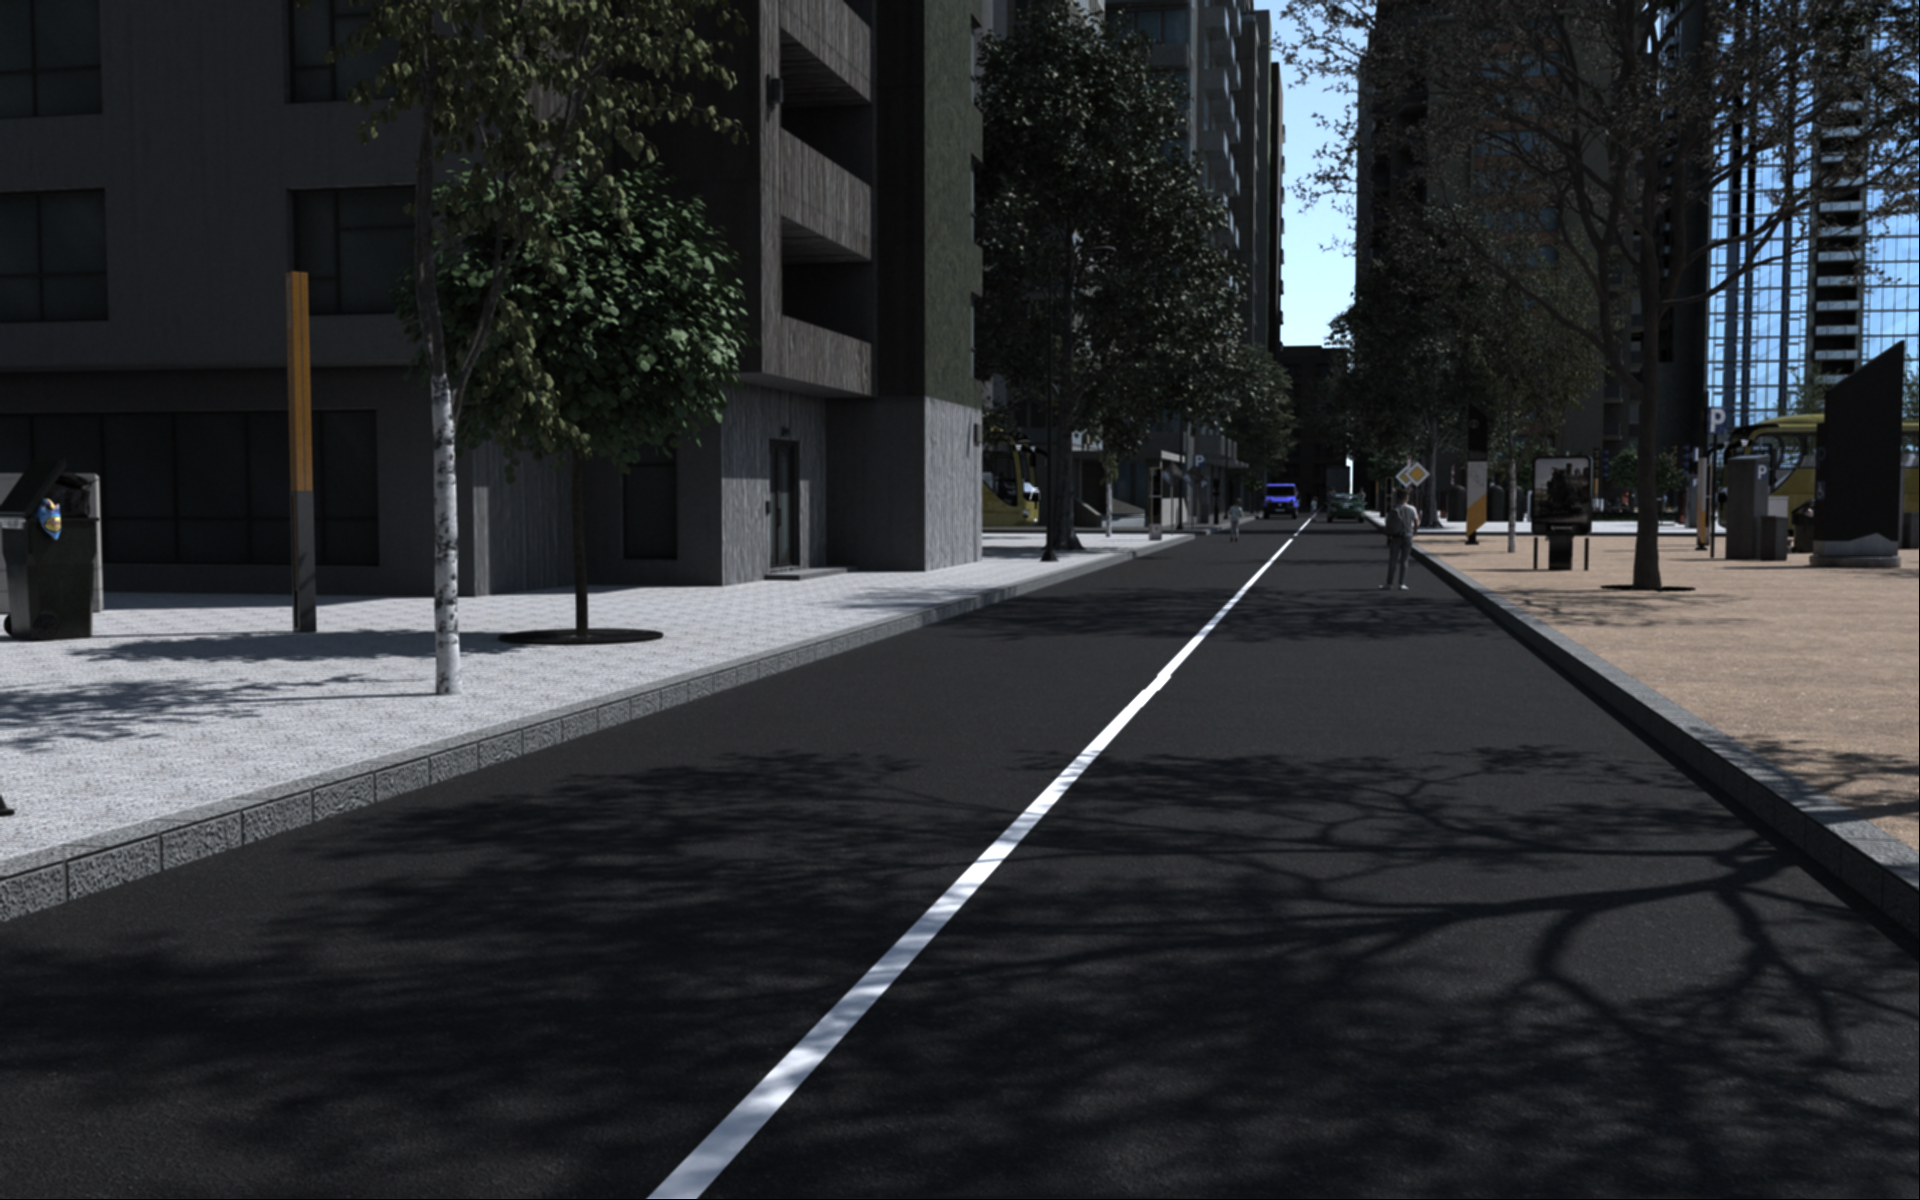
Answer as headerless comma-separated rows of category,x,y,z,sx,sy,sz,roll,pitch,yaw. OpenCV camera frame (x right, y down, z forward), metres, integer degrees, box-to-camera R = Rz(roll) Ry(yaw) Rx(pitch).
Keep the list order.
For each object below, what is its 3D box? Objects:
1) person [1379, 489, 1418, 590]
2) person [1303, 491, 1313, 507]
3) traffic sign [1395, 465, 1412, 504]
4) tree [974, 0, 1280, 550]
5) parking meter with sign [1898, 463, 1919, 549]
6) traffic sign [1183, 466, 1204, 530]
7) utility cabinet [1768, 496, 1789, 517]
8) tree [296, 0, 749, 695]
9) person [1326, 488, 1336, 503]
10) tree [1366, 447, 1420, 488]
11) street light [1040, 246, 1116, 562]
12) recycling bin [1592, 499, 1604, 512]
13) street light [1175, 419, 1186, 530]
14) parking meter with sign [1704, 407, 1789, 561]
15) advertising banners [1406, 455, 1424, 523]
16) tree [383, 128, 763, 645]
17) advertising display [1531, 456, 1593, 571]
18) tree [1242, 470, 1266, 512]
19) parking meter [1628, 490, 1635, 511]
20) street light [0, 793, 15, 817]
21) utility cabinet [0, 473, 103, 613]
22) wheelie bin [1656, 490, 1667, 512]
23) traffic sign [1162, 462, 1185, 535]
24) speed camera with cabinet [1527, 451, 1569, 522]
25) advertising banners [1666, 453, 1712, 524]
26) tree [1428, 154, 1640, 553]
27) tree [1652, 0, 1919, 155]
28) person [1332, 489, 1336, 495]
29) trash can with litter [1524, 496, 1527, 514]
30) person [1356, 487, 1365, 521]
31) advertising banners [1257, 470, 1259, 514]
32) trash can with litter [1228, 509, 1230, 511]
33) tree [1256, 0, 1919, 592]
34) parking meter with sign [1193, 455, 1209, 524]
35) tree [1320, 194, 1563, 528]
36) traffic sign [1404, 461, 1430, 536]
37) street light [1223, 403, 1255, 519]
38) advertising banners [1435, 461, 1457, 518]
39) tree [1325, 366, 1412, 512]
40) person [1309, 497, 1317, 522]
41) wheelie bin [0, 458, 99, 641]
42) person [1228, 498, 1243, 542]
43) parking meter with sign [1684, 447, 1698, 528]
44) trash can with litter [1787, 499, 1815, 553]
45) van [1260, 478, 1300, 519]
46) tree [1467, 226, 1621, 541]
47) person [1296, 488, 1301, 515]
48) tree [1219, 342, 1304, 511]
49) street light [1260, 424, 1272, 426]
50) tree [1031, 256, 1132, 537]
person,6.575,-0.909,25.961,0.503,1.515,0.523,-1,4,-16
person,39.889,-11.589,198.121,1.348,1.807,0.705,0,4,-1
traffic sign,15.551,-3.471,60.401,0.795,2.450,0.064,1,4,12
tree,2.507,-7.501,39.645,9.611,12.733,9.660,0,3,0
parking meter with sign,21.477,-2.680,40.078,1.738,3.016,0.543,-1,4,-22
traffic sign,8.327,-3.568,61.975,0.795,2.450,0.064,1,4,12
utility cabinet,21.577,-2.136,46.080,1.020,1.237,0.306,-2,4,-30
tree,-3.044,-3.701,10.878,4.737,8.622,4.395,0,3,0
person,21.331,-5.555,99.513,0.473,1.802,0.592,0,4,-3
tree,25.172,-7.077,99.429,4.285,4.588,4.351,0,3,0
street light,2.232,-3.682,32.746,1.470,5.913,1.316,1,4,12
recycling bin,33.865,-4.892,92.532,0.722,1.027,0.722,-3,4,-36
street light,8.427,-5.457,61.770,1.470,5.913,1.316,1,4,12
parking meter with sign,15.442,-2.306,33.957,0.543,3.016,1.738,-1,4,-23
advertising banners,20.423,-4.964,77.357,0.090,3.025,2.074,3,5,44
tree,-3.390,-1.936,15.366,4.285,4.588,4.351,0,3,0
advertising display,10.171,-1.472,29.283,0.974,1.923,0.123,3,4,35
tree,21.173,-7.945,124.508,1.663,3.219,1.824,0,3,0
parking meter,44.209,-6.463,114.074,0.372,1.533,0.369,0,3,0
street light,-3.443,-2.084,6.618,1.470,5.913,1.316,1,4,12
utility cabinet,-9.924,-0.611,18.671,1.173,1.500,0.318,-1,4,-19
wheelie bin,34.663,-4.780,86.059,0.980,1.594,0.693,3,4,36
traffic sign,6.642,-3.090,54.169,0.795,2.450,0.064,1,4,12
speed camera with cabinet,27.391,-5.257,80.285,2.038,3.252,0.660,1,4,20
advertising banners,30.826,-4.731,73.539,2.074,3.025,0.090,1,4,17
tree,12.274,-5.332,37.545,4.360,8.622,3.978,0,3,0
tree,5.193,-4.451,7.179,8.767,10.594,7.601,3,5,43
person,28.259,-7.463,130.765,0.600,1.795,0.529,0,4,-2
trash can with litter,38.506,-6.305,114.146,1.678,1.210,2.233,0,4,2
person,21.450,-5.146,92.811,0.511,1.800,0.466,3,4,36
advertising banners,19.360,-7.111,112.454,0.090,3.025,2.074,1,4,8
trash can with litter,20.441,-7.587,135.101,1.678,1.210,2.233,-3,5,-40
tree,9.051,-6.875,22.782,12.009,13.543,11.850,0,3,0
parking meter with sign,10.597,-4.862,75.757,0.543,3.016,1.738,0,4,-1
tree,18.082,-9.130,66.288,9.611,12.733,9.660,0,3,0
traffic sign,13.866,-2.994,52.595,0.795,2.450,0.064,1,4,12
street light,14.091,-7.056,87.900,1.470,5.913,1.316,1,4,12
advertising banners,25.625,-5.846,91.775,0.090,3.025,2.074,-1,4,-22
tree,29.897,-12.088,123.394,9.928,11.665,9.643,0,3,0
person,17.903,-4.592,87.862,0.394,1.301,0.425,3,4,37
wheelie bin,-8.104,-0.459,15.419,0.980,1.594,0.693,3,5,40
person,8.234,-2.392,51.883,0.425,1.301,0.394,0,4,-6
parking meter with sign,27.501,-4.193,64.819,0.543,3.016,1.738,1,4,11
trash can with litter,18.245,-1.621,37.883,0.624,1.170,1.055,-3,4,-36
van,18.621,-5.881,100.530,2.240,2.365,5.245,1,4,11
tree,16.237,-5.956,47.744,4.737,8.622,4.395,0,3,0
person,22.824,-6.642,117.187,0.616,1.811,0.778,0,4,-7
tree,22.108,-12.943,129.750,7.486,12.596,7.792,0,3,0
street light,19.944,-8.688,114.589,1.470,5.913,1.316,1,4,12
tree,4.226,-6.188,51.542,4.737,8.622,4.395,0,3,0
